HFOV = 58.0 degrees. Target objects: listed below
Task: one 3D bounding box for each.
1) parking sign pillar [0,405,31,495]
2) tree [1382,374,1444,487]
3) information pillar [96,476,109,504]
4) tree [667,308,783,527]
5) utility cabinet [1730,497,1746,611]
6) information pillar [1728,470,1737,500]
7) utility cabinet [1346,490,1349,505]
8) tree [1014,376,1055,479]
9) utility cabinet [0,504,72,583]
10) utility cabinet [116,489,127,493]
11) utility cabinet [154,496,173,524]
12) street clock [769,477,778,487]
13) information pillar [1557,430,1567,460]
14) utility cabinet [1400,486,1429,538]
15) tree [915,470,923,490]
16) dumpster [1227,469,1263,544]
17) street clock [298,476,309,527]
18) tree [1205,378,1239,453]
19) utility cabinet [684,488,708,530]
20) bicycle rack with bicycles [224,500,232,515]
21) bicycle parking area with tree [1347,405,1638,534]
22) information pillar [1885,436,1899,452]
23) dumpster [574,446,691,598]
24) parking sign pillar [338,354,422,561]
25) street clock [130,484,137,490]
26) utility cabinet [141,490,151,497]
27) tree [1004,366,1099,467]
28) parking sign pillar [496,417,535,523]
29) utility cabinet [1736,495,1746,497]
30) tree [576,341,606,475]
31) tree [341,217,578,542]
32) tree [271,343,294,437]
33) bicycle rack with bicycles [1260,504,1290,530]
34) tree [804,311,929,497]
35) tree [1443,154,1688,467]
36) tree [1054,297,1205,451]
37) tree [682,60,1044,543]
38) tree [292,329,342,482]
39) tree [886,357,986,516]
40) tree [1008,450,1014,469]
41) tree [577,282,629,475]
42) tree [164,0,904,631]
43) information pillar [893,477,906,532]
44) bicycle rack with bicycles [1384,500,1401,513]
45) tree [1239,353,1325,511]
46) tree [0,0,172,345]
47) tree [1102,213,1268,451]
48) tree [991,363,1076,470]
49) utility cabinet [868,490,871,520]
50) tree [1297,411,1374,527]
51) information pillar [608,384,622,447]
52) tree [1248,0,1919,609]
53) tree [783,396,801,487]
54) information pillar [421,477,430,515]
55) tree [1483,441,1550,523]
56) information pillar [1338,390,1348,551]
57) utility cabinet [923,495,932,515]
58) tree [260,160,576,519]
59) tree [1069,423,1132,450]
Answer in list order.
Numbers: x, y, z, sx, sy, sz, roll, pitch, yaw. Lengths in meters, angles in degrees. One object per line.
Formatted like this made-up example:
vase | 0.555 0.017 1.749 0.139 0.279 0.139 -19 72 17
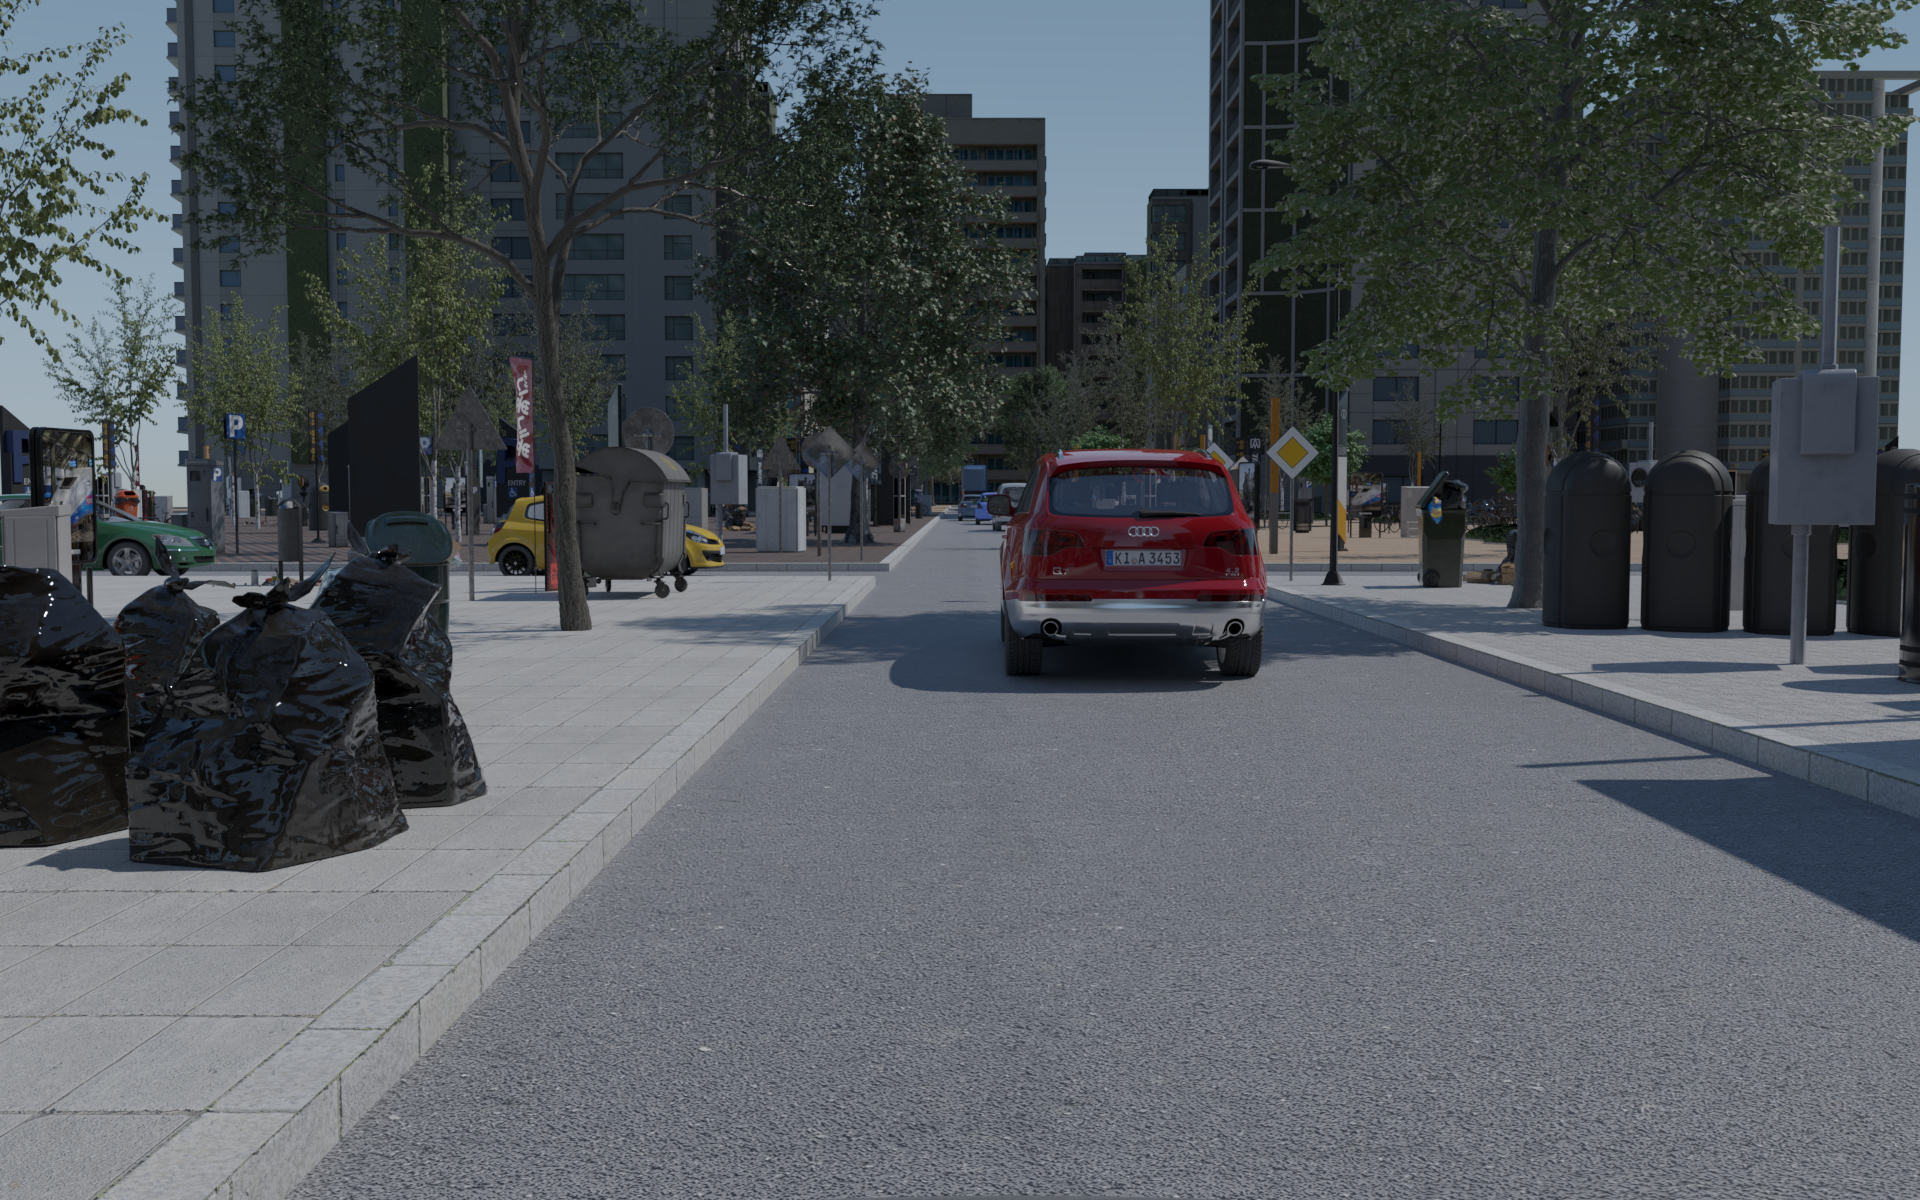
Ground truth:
parking sign pillar | -28.729 -3.955 53.130 1.447 3.967 1.447 1 4 19
tree | 28.129 -9.557 106.625 4.360 8.622 3.978 0 3 0
information pillar | -35.183 -4.077 71.147 0.304 2.012 0.304 1 4 18
tree | -9.459 -7.155 67.349 4.737 8.622 4.395 0 3 0
utility cabinet | 8.874 -0.496 19.266 1.020 1.237 0.306 -1 4 -19
information pillar | 23.792 -3.002 53.579 0.304 2.012 0.304 0 4 0
utility cabinet | 21.232 -5.224 94.092 0.318 1.500 1.173 -1 4 -22
tree | 5.473 -8.300 86.075 4.360 8.622 3.978 0 3 0
utility cabinet | -5.362 0.066 10.084 0.306 1.237 1.020 -2 4 -24
utility cabinet | -34.028 -3.770 70.311 0.318 1.500 1.173 -1 4 -20
utility cabinet | -34.734 -3.937 75.538 1.020 1.237 0.306 3 4 36
street clock | -6.878 -3.622 63.783 0.358 2.002 0.471 -1 4 -20
information pillar | 21.944 -4.399 63.272 0.504 3.616 0.183 -2 4 -34
utility cabinet | 13.456 -2.563 50.589 1.173 1.500 0.318 -1 4 -23
tree | -3.258 -11.394 136.655 4.737 8.622 4.395 0 3 0
dumpster | 6.429 -2.155 40.988 1.264 1.857 1.865 0 4 0
street clock | -25.870 -3.898 68.306 0.471 2.002 0.358 3 5 41
tree | 15.168 -9.539 106.322 4.360 8.622 3.978 0 3 0
utility cabinet | -9.342 -3.189 60.822 1.173 1.500 0.318 3 5 41
bicycle rack with bicycles | -44.634 -5.551 104.134 2.925 0.926 2.852 -1 4 -14
bicycle parking area with tree | 17.529 -4.261 56.668 8.231 4.147 9.016 -1 4 -21
information pillar | 37.178 -4.758 69.153 0.504 3.616 0.183 2 4 27
dumpster | -4.166 -0.989 21.922 1.264 1.857 1.865 0 4 0
parking sign pillar | -11.091 -2.748 33.407 1.447 3.967 1.447 -1 4 -15
street clock | -49.004 -6.005 102.750 0.358 2.002 0.471 -3 5 -42
utility cabinet | -40.644 -4.733 86.069 1.173 1.500 0.318 3 4 36
tree | 6.105 -11.679 125.369 8.767 10.594 7.601 -1 4 -22
parking sign pillar | -15.527 -4.404 60.477 1.447 3.967 1.447 1 4 15
utility cabinet | 34.469 -4.016 76.821 1.020 1.237 0.306 -1 4 -21
tree | -18.078 -7.907 79.645 4.737 8.622 4.395 0 3 0
tree | -13.371 -5.877 46.455 4.360 8.622 3.978 0 3 0
tree | -28.837 -7.788 77.690 4.360 8.622 3.978 0 3 0
bicycle rack with bicycles | 10.754 -3.026 62.854 2.852 0.926 2.925 3 5 43
tree | -3.741 -6.965 64.237 4.360 8.622 3.978 0 3 0
tree | 12.829 -5.257 36.320 4.360 8.622 3.978 0 3 0
tree | 6.426 -7.032 65.327 4.360 8.622 3.978 0 3 0
tree | -2.642 -7.868 45.653 9.611 12.733 9.660 0 3 0
tree | -19.256 -6.554 57.520 4.360 8.622 3.978 0 3 0
tree | -2.157 -12.063 115.356 7.486 12.596 7.792 0 3 0
tree | 6.830 -12.604 156.432 4.360 8.622 3.978 0 3 0
tree | -12.698 -6.469 56.133 4.360 8.622 3.978 0 3 0
tree | -3.960 -4.996 16.095 7.601 10.594 8.767 1 4 9
information pillar | -2.039 -3.291 58.306 0.304 2.012 0.304 -3 5 -41
bicycle rack with bicycles | 26.254 -5.410 101.843 2.852 0.926 2.925 -1 4 -18
tree | 16.867 -8.556 90.249 4.360 8.622 3.978 0 3 0
tree | -11.465 -4.238 19.662 4.737 8.622 4.395 0 3 0
tree | 5.952 -5.877 46.455 4.737 8.622 4.395 0 3 0
tree | 5.922 -12.921 137.021 9.928 11.665 9.643 0 3 0
utility cabinet | -3.931 -4.560 83.228 0.318 1.500 1.173 -3 5 -42
tree | 14.581 -5.178 68.374 4.285 4.588 4.351 0 3 0
information pillar | -7.372 -2.797 37.089 0.183 3.616 0.504 -3 4 -38
tree | 6.846 -6.190 19.331 7.486 12.596 7.792 0 3 0
tree | -10.098 -8.458 88.644 4.737 8.622 4.395 0 3 0
information pillar | -22.945 -4.278 74.432 0.304 2.012 0.304 -2 4 -30
tree | 20.423 -4.233 63.810 1.663 3.219 1.824 0 3 0
information pillar | 8.484 -2.895 38.694 0.183 3.616 0.504 3 5 45
utility cabinet | -2.262 -5.905 107.716 1.020 1.237 0.306 2 4 26
tree | -11.753 -5.345 37.748 4.737 8.622 4.395 0 3 0
tree | 6.458 -5.912 80.375 4.285 4.588 4.351 0 3 0
